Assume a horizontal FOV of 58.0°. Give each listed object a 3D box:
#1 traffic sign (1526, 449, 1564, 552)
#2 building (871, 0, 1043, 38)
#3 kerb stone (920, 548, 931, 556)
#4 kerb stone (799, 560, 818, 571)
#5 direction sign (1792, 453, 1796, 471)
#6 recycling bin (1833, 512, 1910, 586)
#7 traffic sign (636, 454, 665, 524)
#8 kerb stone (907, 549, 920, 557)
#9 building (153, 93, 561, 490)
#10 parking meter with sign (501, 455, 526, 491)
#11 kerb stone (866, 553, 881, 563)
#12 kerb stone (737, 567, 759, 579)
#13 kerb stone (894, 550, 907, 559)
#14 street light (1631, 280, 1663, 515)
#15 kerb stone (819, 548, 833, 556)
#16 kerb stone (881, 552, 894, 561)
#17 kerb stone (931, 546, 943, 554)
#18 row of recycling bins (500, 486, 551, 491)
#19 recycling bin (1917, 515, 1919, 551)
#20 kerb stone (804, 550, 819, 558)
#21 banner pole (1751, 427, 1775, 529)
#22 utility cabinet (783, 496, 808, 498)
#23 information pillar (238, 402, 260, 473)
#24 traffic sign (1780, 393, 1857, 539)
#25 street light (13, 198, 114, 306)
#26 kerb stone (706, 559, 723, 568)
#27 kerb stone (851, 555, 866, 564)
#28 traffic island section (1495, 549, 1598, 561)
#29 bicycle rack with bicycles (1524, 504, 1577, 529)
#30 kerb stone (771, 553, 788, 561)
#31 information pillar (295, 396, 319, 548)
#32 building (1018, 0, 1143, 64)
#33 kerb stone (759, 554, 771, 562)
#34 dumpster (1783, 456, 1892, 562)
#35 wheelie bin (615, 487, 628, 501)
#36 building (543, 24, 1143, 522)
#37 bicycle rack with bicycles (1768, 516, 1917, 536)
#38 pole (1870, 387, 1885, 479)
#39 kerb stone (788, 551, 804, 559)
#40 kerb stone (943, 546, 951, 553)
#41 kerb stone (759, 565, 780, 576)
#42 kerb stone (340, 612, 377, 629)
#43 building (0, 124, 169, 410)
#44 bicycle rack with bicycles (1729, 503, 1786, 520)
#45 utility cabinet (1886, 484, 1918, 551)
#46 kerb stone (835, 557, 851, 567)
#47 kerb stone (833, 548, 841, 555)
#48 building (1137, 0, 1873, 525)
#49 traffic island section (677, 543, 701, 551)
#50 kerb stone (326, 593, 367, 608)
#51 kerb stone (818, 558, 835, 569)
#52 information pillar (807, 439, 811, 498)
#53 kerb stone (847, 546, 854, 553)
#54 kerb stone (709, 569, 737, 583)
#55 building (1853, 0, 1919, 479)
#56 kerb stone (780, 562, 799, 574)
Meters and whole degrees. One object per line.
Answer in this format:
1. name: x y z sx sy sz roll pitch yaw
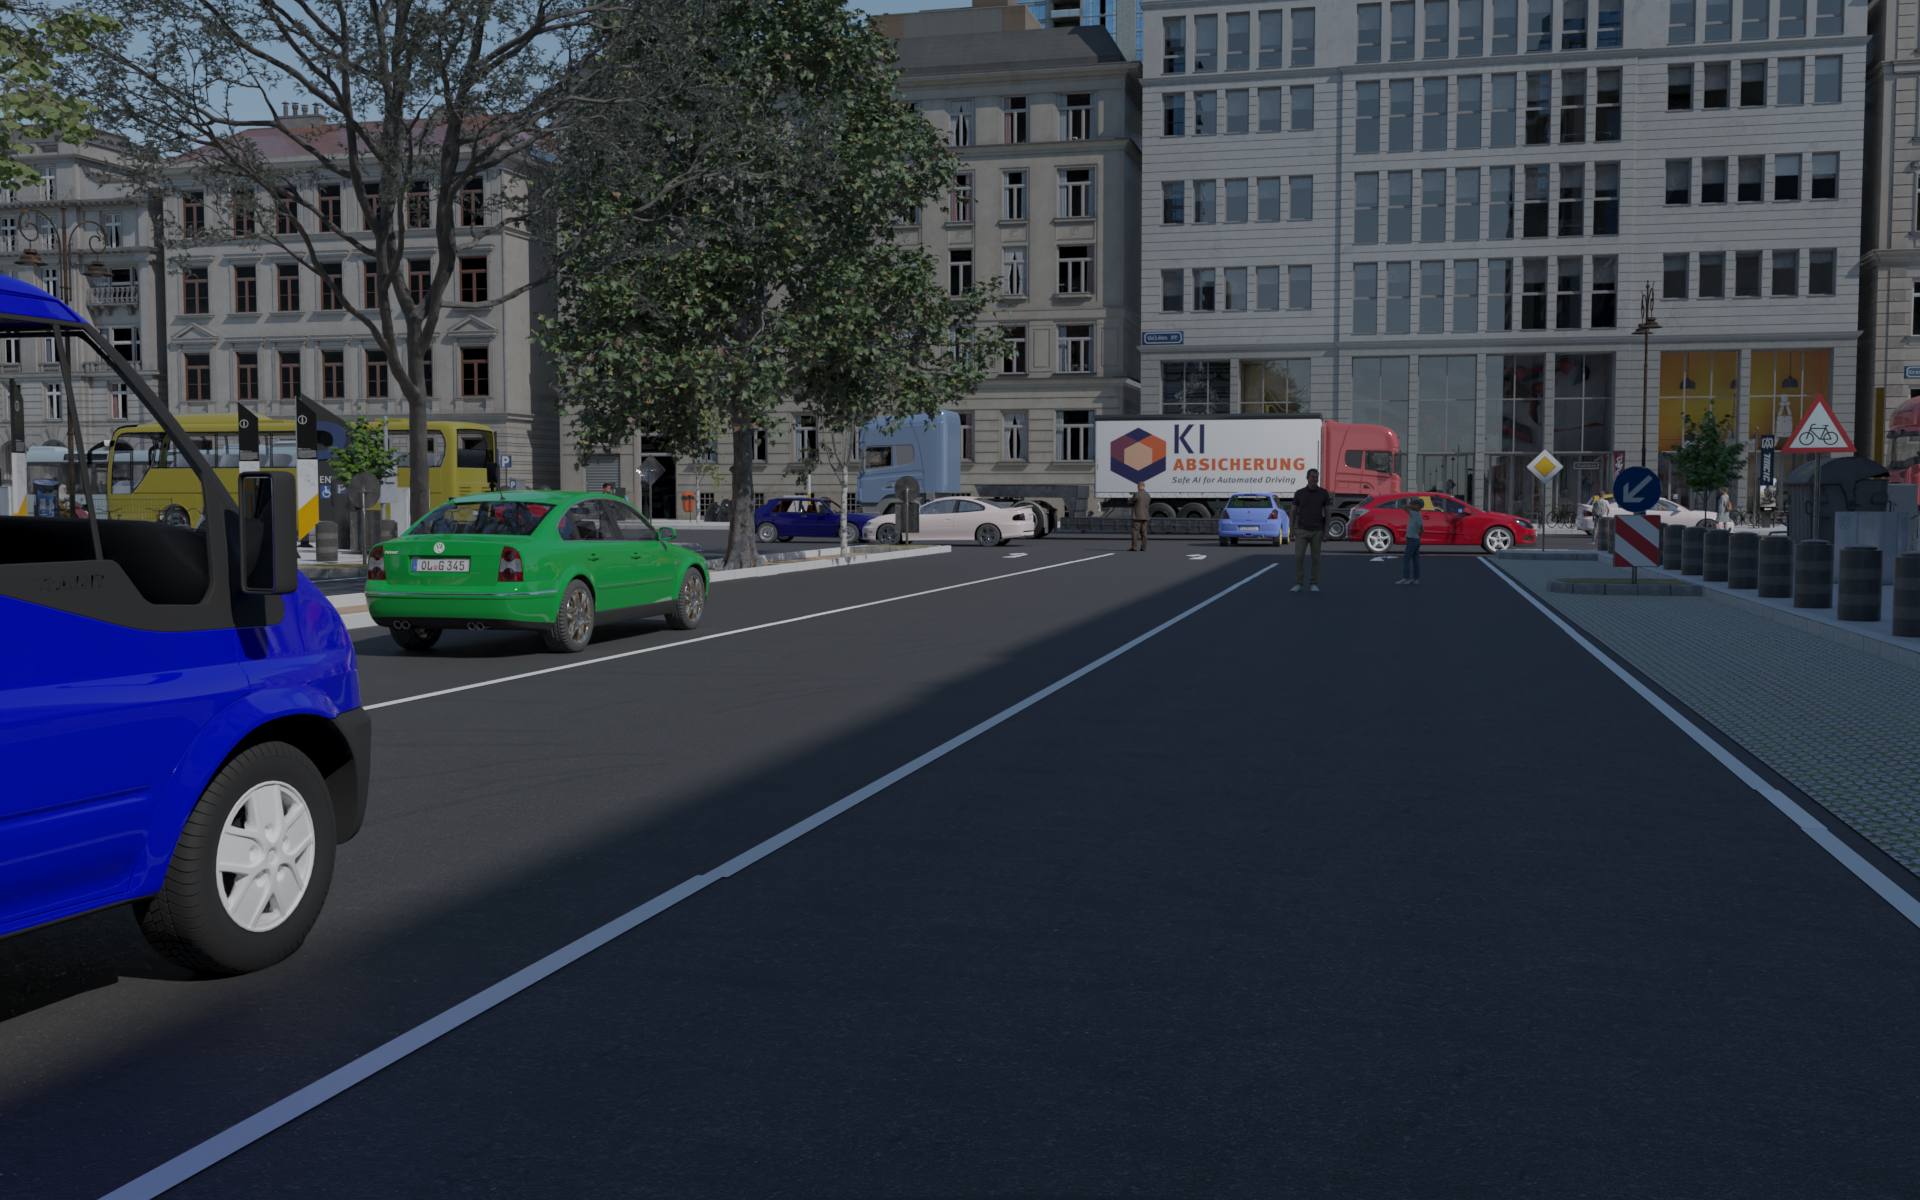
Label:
1. traffic sign: 12.994 -2.134 38.535 0.795 2.450 0.064 1 4 14
2. building: 0.686 -31.107 158.704 14.600 45.320 14.200 1 4 14
3. kerb stone: -0.916 -1.120 40.538 0.120 0.150 1.000 1 4 14
4. kerb stone: -2.946 -0.635 32.570 0.120 0.150 1.000 1 4 14
5. direction sign: 32.241 -4.587 66.994 0.379 3.537 0.876 1 4 20
6. recycling bin: 12.982 -0.741 24.669 0.722 1.027 0.722 -2 4 -32
7. traffic sign: -7.831 -2.459 43.845 0.795 2.450 0.064 1 4 14
8. kerb stone: -1.172 -1.060 39.545 0.120 0.150 1.000 1 4 14
9. building: -30.833 -15.717 93.134 21.152 22.565 11.583 1 4 14
10. parking meter with sign: -20.163 -5.064 79.062 0.543 3.016 1.738 2 4 25
11. kerb stone: -1.929 -0.879 36.560 0.120 0.150 1.000 1 4 14
12. kerb stone: -3.708 -0.452 29.582 0.120 0.150 1.000 1 4 14
13. kerb stone: -1.428 -0.999 38.549 0.120 0.150 1.000 1 4 14
14. street light: 14.851 -3.962 37.568 0.468 5.910 1.993 1 4 14
15. kerb stone: -3.204 -1.093 40.077 0.120 0.150 1.000 1 4 14
16. kerb stone: -1.681 -0.936 37.555 0.120 0.150 1.000 1 4 14
17. kerb stone: -0.662 -1.182 41.531 0.120 0.150 1.000 1 4 14
18. row of recycling bins: -21.417 -4.673 83.512 3.534 1.692 1.069 0 4 -7
19. recycling bin: 11.890 -0.498 20.704 0.722 1.027 0.722 1 4 23
20. kerb stone: -3.454 -1.031 39.075 0.120 0.150 1.000 1 4 14
21. banner pole: 29.826 -4.550 64.408 0.863 3.779 0.401 2 4 31
22. utility cabinet: -6.849 -3.731 72.161 1.020 1.237 0.306 -1 4 -9
23. information pillar: -18.016 -3.213 43.887 0.504 3.616 0.183 -1 4 -12
24. traffic sign: 11.046 -1.365 22.328 0.884 2.594 0.081 2 4 24
25. street light: -14.079 -3.338 27.368 0.468 5.910 1.993 1 4 14
26. kerb stone: -4.728 -0.728 34.102 0.120 0.150 1.000 1 4 14
27. kerb stone: -2.188 -0.817 35.557 0.120 0.150 1.000 1 4 14
28. traffic island section: 13.019 -0.999 38.606 2.009 0.180 2.903 1 4 14
29. bicycle rack with bicycles: 22.115 -3.098 64.029 2.852 0.926 2.925 0 4 1
30. kerb stone: -3.965 -0.910 37.089 0.120 0.150 1.000 1 4 14
31. information pillar: -15.695 -3.073 41.601 0.504 3.616 0.183 -3 4 -37
32. building: 19.406 -57.260 248.870 31.000 86.520 22.319 1 4 14
33. kerb stone: -4.215 -0.850 36.088 0.120 0.150 1.000 1 4 14
34. dumpster: 13.901 -1.328 27.465 1.264 1.857 1.865 1 4 14
35. wheelie bin: -16.354 -4.590 82.949 0.980 1.594 0.693 0 4 -2
36. building: -4.490 -15.688 89.787 30.059 22.955 16.112 1 4 14
37. bicycle rack with bicycles: 15.876 -1.074 30.948 2.852 0.926 2.925 3 5 44
38. pole: 17.563 -2.407 33.198 0.158 3.312 0.155 0 3 0
39. kerb stone: -3.706 -0.970 38.081 0.120 0.150 1.000 1 4 14
40. kerb stone: -0.405 -1.244 42.536 0.120 0.150 1.000 1 4 14
41. kerb stone: -3.448 -0.512 30.574 0.120 0.150 1.000 1 4 14
42. kerb stone: -6.501 0.227 18.595 0.120 0.150 1.000 1 4 14
43. building: -52.439 -15.786 99.895 24.055 21.916 13.314 1 4 14
44. bicycle rack with bicycles: 32.191 -3.407 69.084 2.925 0.926 2.852 0 4 8
45. utility cabinet: 19.584 -1.708 36.601 1.173 1.500 0.318 0 4 -4
46. kerb stone: -2.445 -0.757 34.565 0.120 0.150 1.000 1 4 14
47. kerb stone: -2.946 -1.154 41.070 0.120 0.150 1.000 1 4 14
48. building: 23.760 -18.455 79.239 29.804 29.767 11.434 1 4 14
49. traffic island section: -7.856 -1.323 43.912 2.009 0.180 2.903 1 4 14
50. kerb stone: -7.774 0.004 22.137 0.120 0.150 1.000 1 4 14
51. kerb stone: -2.692 -0.696 33.569 0.120 0.150 1.000 1 4 14
52. information pillar: -6.463 -5.056 74.025 0.183 3.616 0.504 -1 4 -13
53. kerb stone: -2.686 -1.215 42.062 0.120 0.150 1.000 1 4 14
54. kerb stone: -3.964 -0.390 28.580 0.120 0.150 1.000 1 4 14
55. building: 50.377 -16.840 72.596 25.104 27.353 12.463 1 4 14
56. kerb stone: -3.207 -0.573 31.571 0.120 0.150 1.000 1 4 14
